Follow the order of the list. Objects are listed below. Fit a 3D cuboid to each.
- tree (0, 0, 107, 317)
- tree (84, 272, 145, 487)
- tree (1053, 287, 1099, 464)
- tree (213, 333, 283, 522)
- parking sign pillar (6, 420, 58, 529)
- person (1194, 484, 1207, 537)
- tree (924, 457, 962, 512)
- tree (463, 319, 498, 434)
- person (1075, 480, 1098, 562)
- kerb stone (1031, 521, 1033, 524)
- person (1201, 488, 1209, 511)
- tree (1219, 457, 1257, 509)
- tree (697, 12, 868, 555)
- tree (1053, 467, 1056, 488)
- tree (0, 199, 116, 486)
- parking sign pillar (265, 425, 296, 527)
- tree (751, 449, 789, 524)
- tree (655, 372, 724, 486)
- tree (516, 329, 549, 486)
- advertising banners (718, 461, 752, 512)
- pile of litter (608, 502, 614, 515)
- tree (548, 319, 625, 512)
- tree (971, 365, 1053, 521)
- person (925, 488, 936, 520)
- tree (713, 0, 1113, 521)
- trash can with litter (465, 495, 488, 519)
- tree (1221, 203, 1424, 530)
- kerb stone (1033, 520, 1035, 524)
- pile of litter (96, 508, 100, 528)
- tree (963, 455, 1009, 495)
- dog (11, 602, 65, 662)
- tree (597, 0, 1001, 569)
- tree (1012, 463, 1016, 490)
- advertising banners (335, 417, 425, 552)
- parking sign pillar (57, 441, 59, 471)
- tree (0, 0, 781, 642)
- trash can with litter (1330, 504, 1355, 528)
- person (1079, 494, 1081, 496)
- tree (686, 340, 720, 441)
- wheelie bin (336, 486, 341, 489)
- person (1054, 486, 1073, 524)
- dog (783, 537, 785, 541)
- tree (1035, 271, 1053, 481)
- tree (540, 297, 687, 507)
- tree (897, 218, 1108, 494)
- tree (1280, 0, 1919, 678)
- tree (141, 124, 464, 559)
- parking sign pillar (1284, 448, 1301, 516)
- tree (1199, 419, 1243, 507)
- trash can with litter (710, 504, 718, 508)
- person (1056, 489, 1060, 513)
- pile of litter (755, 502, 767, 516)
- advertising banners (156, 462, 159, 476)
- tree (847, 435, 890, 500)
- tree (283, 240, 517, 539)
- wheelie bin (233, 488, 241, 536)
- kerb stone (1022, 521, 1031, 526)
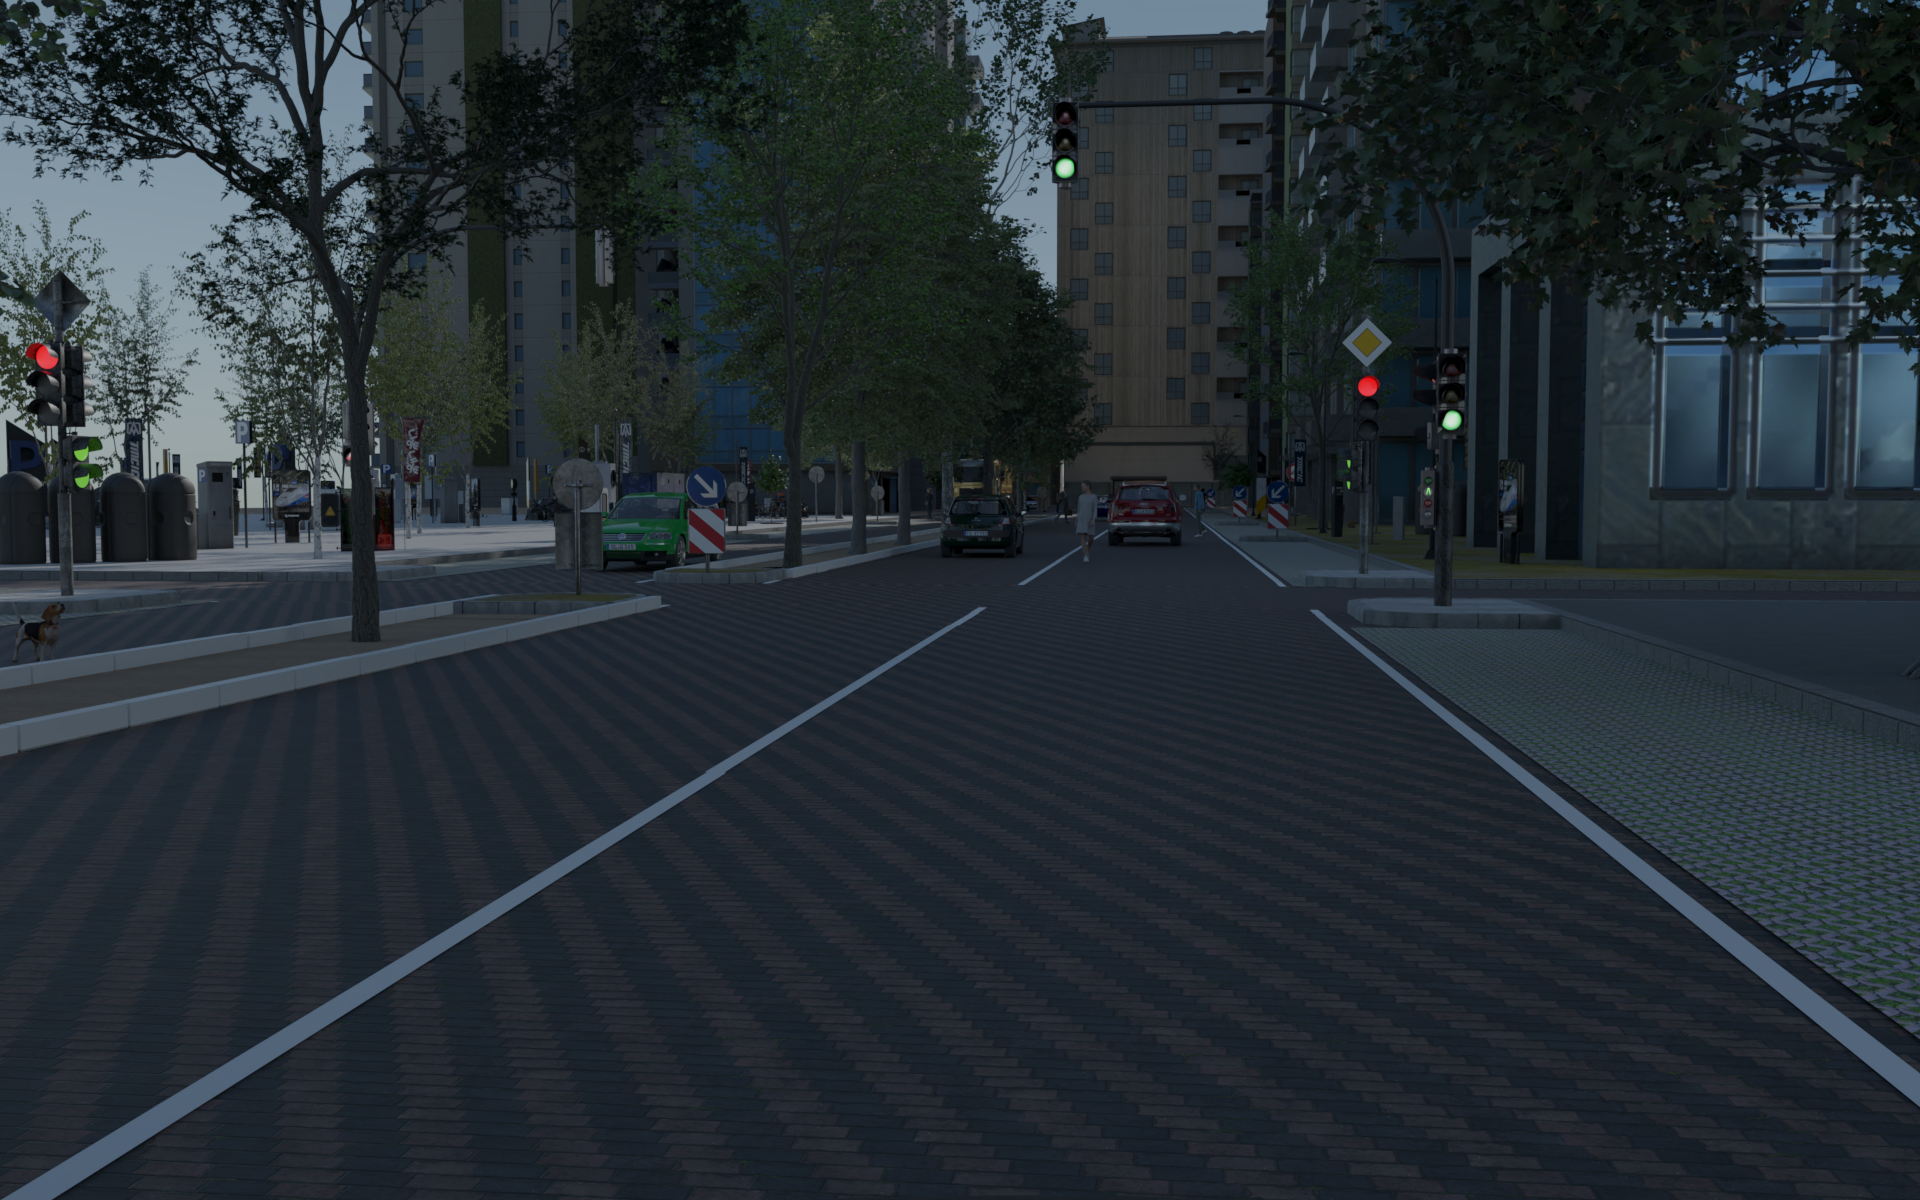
[{"bbox_3d":[-6.935,-5.954,6.459,9.857,13.997,8.962,0,3,0],"label":"tree"},{"bbox_3d":[-26.723,-6.453,55.876,4.360,8.622,3.978,0,3,0],"label":"tree"},{"bbox_3d":[2.861,-10.020,84.416,7.486,12.596,7.792,0,3,0],"label":"tree"},{"bbox_3d":[-31.761,-7.869,79.028,4.737,8.622,4.395,0,3,0],"label":"tree"},{"bbox_3d":[-33.852,-4.554,62.931,1.447,3.967,1.447,-3,4,-37],"label":"parking sign pillar"},{"bbox_3d":[8.037,-3.005,57.977,0.444,1.785,0.601,2,4,31],"label":"person"},{"bbox_3d":[-0.938,-8.673,125.514,4.285,4.588,4.351,0,3,0],"label":"tree"},{"bbox_3d":[-17.453,-6.480,56.304,4.360,8.622,3.978,0,3,0],"label":"tree"},{"bbox_3d":[2.685,-1.693,36.930,0.466,1.731,0.760,0,4,-6],"label":"person"},{"bbox_3d":[3.205,-3.587,80.850,0.120,0.150,1.000,0,4,7],"label":"kerb stone"},{"bbox_3d":[18.604,-7.603,132.439,1.348,1.869,0.705,3,4,37],"label":"person"},{"bbox_3d":[24.350,-10.284,151.859,4.285,4.588,4.351,0,3,0],"label":"tree"},{"bbox_3d":[-2.459,-7.369,41.062,7.486,12.596,7.792,0,3,0],"label":"tree"},{"bbox_3d":[3.414,-8.434,90.714,4.737,8.622,4.395,0,3,0],"label":"tree"},{"bbox_3d":[-22.650,-5.638,42.543,4.737,8.622,4.395,0,3,0],"label":"tree"},{"bbox_3d":[-26.184,-4.808,67.089,1.447,3.967,1.447,-3,5,-43],"label":"parking sign pillar"},{"bbox_3d":[-8.198,-4.870,74.229,1.663,3.219,1.824,0,3,0],"label":"tree"},{"bbox_3d":[-16.155,-9.333,102.949,4.737,8.622,4.395,0,3,0],"label":"tree"},{"bbox_3d":[-18.672,-7.050,65.625,4.737,8.622,4.395,0,3,0],"label":"tree"},{"bbox_3d":[-11.923,-5.828,91.467,2.074,3.025,0.090,1,4,16],"label":"advertising banners"},{"bbox_3d":[-19.221,-4.978,95.354,1.719,0.858,1.176,-1,4,-14],"label":"pile of litter"},{"bbox_3d":[-16.288,-7.529,73.463,4.737,8.622,4.395,0,3,0],"label":"tree"},{"bbox_3d":[1.718,-7.682,78.428,4.737,8.622,4.395,0,3,0],"label":"tree"},{"bbox_3d":[-1.664,-5.429,97.690,0.534,1.772,0.576,2,4,27],"label":"person"},{"bbox_3d":[-1.535,-12.306,59.551,12.611,20.169,13.585,0,3,0],"label":"tree"},{"bbox_3d":[-26.807,-5.222,96.442,1.678,1.210,2.233,1,4,9],"label":"trash can with litter"},{"bbox_3d":[13.020,-8.365,62.527,9.928,11.665,9.643,0,3,0],"label":"tree"},{"bbox_3d":[3.325,-3.650,81.865,0.120,0.150,1.000,0,4,7],"label":"kerb stone"},{"bbox_3d":[-32.042,-3.150,65.471,1.176,0.858,1.719,-1,4,-22],"label":"pile of litter"},{"bbox_3d":[1.268,-12.271,150.988,4.360,8.622,3.978,0,3,0],"label":"tree"},{"bbox_3d":[-7.863,0.276,14.782,0.540,0.507,0.406,-1,4,-10],"label":"dog"},{"bbox_3d":[-3.073,-6.367,32.311,9.928,11.665,9.643,0,3,0],"label":"tree"},{"bbox_3d":[3.871,-13.182,165.882,4.360,8.622,3.978,0,3,0],"label":"tree"},{"bbox_3d":[-13.060,-2.625,39.102,2.074,3.025,0.090,-3,5,-39],"label":"advertising banners"},{"bbox_3d":[-42.812,-5.788,83.111,1.447,3.967,1.447,-3,5,-42],"label":"parking sign pillar"},{"bbox_3d":[-5.683,-4.888,16.786,8.767,10.594,7.601,0,4,7],"label":"tree"},{"bbox_3d":[14.453,-3.293,65.231,1.055,1.170,0.624,1,4,12],"label":"trash can with litter"},{"bbox_3d":[10.117,-8.166,145.278,0.557,1.426,1.065,1,4,17],"label":"person"},{"bbox_3d":[-13.310,-7.928,79.978,4.360,8.622,3.978,0,3,0],"label":"tree"},{"bbox_3d":[-24.039,-3.614,66.996,0.693,1.594,0.980,-1,4,-10],"label":"wheelie bin"},{"bbox_3d":[5.026,-4.635,84.243,0.822,1.834,0.622,1,4,21],"label":"person"},{"bbox_3d":[-5.133,-2.004,52.952,0.550,0.427,0.748,0,4,0],"label":"dog"},{"bbox_3d":[-1.628,-7.829,48.588,7.486,12.596,7.792,0,3,0],"label":"tree"},{"bbox_3d":[-13.072,-6.972,64.353,4.360,8.622,3.978,0,3,0],"label":"tree"},{"bbox_3d":[1.141,-9.252,70.730,9.611,12.733,9.660,0,3,0],"label":"tree"},{"bbox_3d":[7.021,-5.790,11.676,9.611,12.733,9.660,0,3,0],"label":"tree"},{"bbox_3d":[-12.948,-5.129,34.216,4.360,8.622,3.978,0,3,0],"label":"tree"},{"bbox_3d":[19.161,-6.873,100.844,1.447,3.967,1.447,1,4,17],"label":"parking sign pillar"},{"bbox_3d":[25.349,-13.338,168.443,4.360,8.622,3.978,0,3,0],"label":"tree"},{"bbox_3d":[-9.041,-3.030,60.920,1.055,1.170,0.624,-1,4,-12],"label":"trash can with litter"},{"bbox_3d":[7.547,-7.600,132.846,0.705,1.814,1.350,0,4,-1],"label":"person"},{"bbox_3d":[-12.067,-5.343,101.316,1.719,0.858,1.176,1,4,9],"label":"pile of litter"},{"bbox_3d":[-43.415,-5.936,93.236,0.090,3.025,2.074,0,4,-6],"label":"advertising banners"},{"bbox_3d":[-4.941,-9.245,101.523,4.360,8.622,3.978,0,3,0],"label":"tree"},{"bbox_3d":[-16.017,-6.059,49.431,4.737,8.622,4.395,0,3,0],"label":"tree"},{"bbox_3d":[-22.583,-2.779,53.351,0.980,1.594,0.693,3,5,45],"label":"wheelie bin"},{"bbox_3d":[3.077,-3.525,79.833,0.120,0.150,1.000,0,4,7],"label":"kerb stone"}]
